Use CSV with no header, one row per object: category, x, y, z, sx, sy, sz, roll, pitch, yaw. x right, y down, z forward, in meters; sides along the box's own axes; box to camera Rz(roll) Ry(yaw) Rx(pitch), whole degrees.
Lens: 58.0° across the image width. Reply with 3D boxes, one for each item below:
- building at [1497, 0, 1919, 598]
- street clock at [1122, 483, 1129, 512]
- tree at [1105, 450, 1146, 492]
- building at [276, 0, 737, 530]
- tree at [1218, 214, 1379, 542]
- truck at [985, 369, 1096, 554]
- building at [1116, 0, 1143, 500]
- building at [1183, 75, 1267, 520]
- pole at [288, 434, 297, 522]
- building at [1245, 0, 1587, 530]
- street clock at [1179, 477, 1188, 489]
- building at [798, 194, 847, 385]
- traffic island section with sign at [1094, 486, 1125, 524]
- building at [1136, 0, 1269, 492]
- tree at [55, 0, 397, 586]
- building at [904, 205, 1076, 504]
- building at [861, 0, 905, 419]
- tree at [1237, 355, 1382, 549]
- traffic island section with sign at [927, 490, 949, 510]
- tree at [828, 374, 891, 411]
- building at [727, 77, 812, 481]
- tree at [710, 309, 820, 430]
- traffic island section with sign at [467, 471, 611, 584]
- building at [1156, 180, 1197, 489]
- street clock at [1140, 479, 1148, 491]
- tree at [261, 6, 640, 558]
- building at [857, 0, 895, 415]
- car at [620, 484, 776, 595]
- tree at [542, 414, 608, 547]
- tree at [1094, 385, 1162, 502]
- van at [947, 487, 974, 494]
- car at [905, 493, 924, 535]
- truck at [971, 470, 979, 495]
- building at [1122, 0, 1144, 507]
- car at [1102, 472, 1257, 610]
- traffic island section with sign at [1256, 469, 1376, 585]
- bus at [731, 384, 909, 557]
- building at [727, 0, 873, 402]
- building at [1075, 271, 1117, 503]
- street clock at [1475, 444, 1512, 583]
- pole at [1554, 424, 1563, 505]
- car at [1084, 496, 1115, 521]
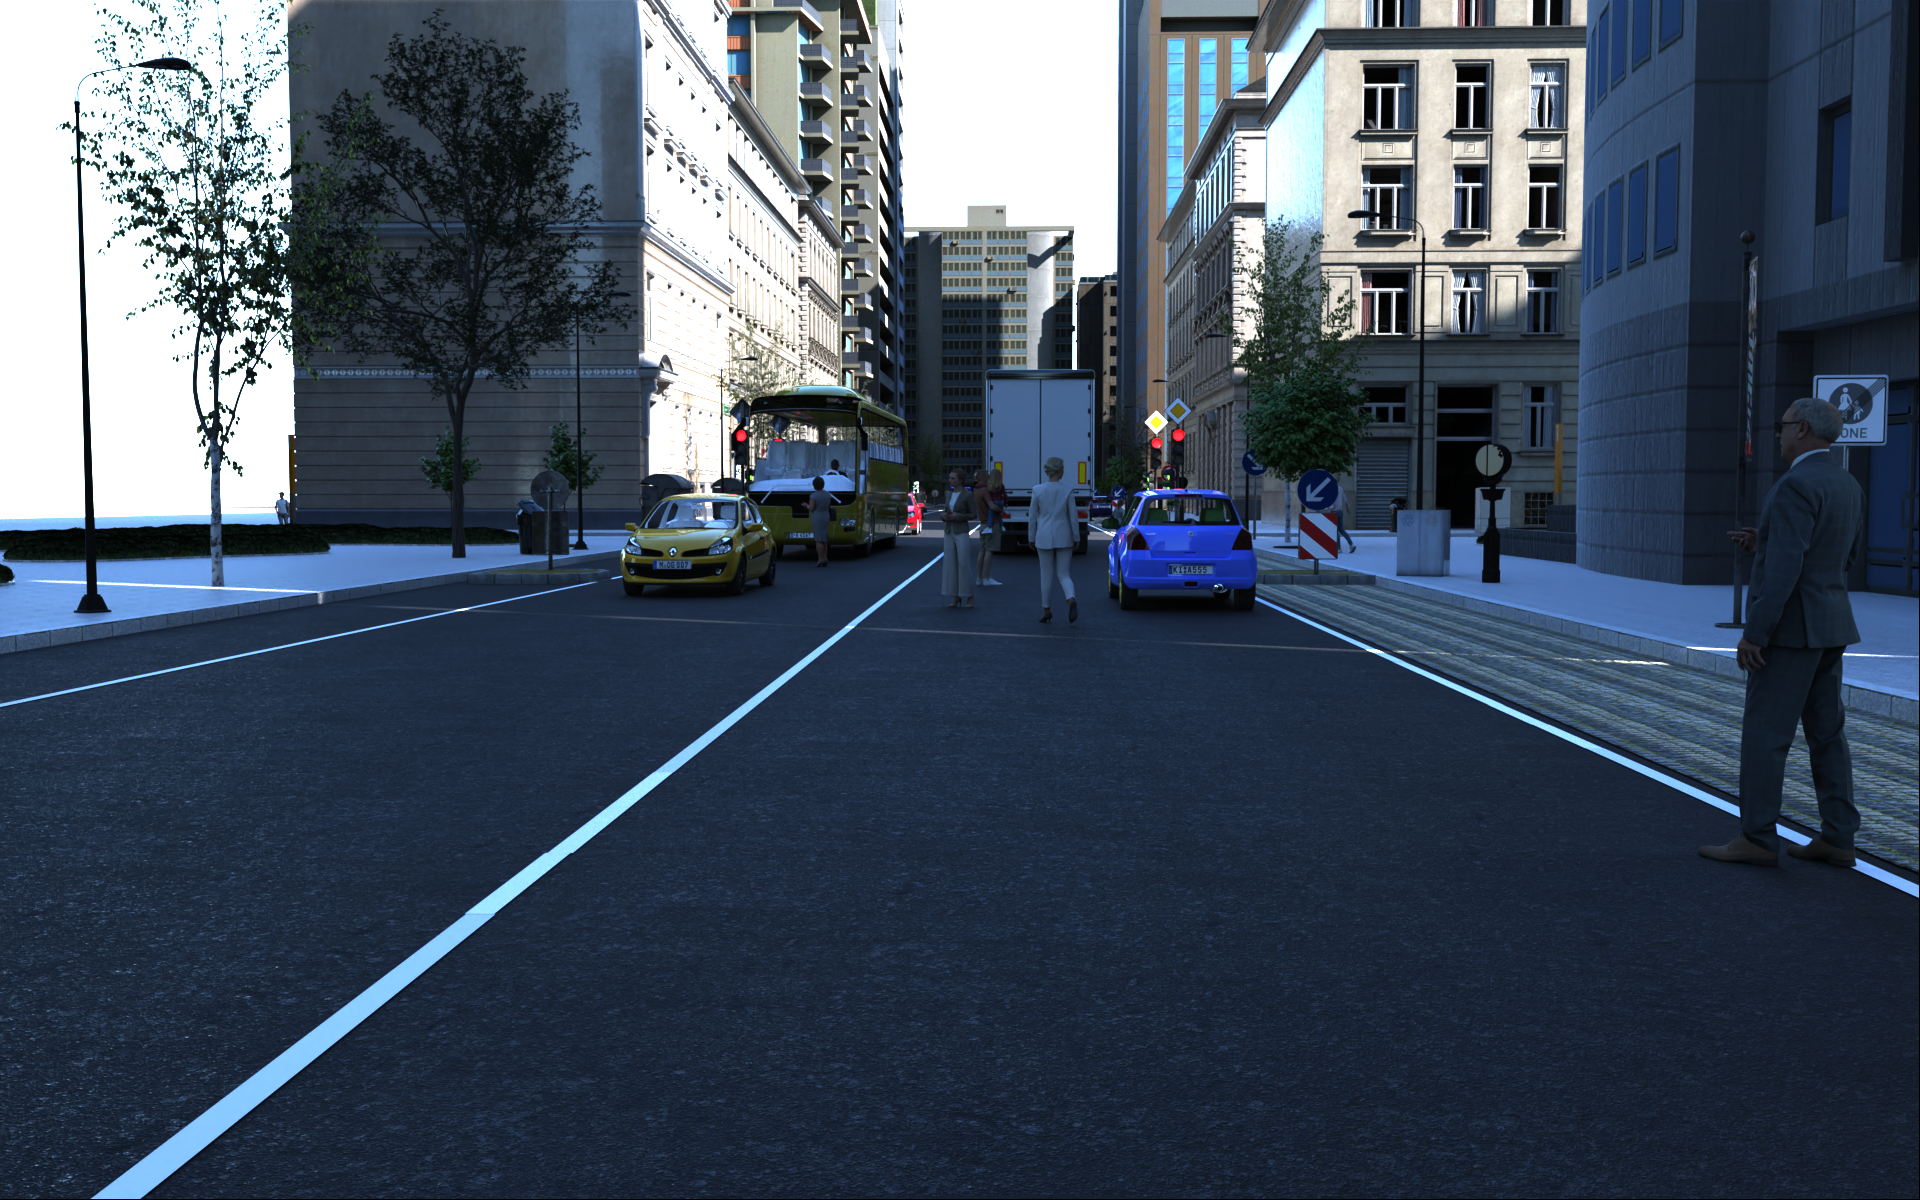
building,20.725,-29.495,24.244,21.231,58.520,28.212,0,4,2
street clock,10.893,-6.698,114.087,0.471,2.002,0.358,0,4,1
tree,12.254,-8.768,127.067,4.285,4.588,4.351,0,3,0
building,-17.255,-17.444,71.119,13.634,28.700,20.117,0,4,2
tree,8.702,-5.816,45.456,4.737,8.622,4.395,0,3,0
truck,1.991,-3.406,44.594,2.839,4.237,11.283,0,4,2
building,27.828,-39.690,190.936,21.231,58.520,28.212,0,4,2
building,18.368,-16.137,92.720,11.050,23.489,19.941,0,4,2
pole,-22.783,-3.990,59.086,0.158,3.312,0.155,0,3,0
building,27.176,-14.326,67.512,30.059,22.955,16.112,0,4,2
street clock,9.227,-4.124,71.999,0.471,2.002,0.358,0,4,0
building,-14.415,-17.895,121.463,11.050,23.489,19.941,0,4,2
traffic island section with sign,7.501,-4.586,83.607,1.989,1.847,2.006,0,4,2
building,22.654,-30.545,149.516,14.600,45.320,14.200,0,4,2
tree,-10.176,-4.507,24.055,4.360,8.622,3.978,0,3,0
building,3.589,-33.252,235.550,23.993,40.220,32.217,0,4,2
building,-20.602,-40.012,196.190,28.212,58.520,21.231,0,4,2
tree,8.271,-3.512,41.131,4.285,4.588,4.351,0,3,0
traffic island section with sign,-2.252,-9.329,161.163,1.989,1.847,2.006,0,4,2
tree,-6.626,-9.457,104.981,4.360,8.622,3.978,0,3,0
building,-18.018,-16.107,96.635,16.112,22.955,30.059,0,4,2
tree,-7.860,-7.316,69.975,4.360,8.622,3.978,0,3,0
traffic island section with sign,-6.847,-1.217,28.530,1.989,1.847,2.006,0,4,2
building,22.532,-17.387,117.562,16.112,22.955,30.059,0,4,2
street clock,9.135,-4.981,86.011,0.358,2.002,0.471,-1,4,-20
tree,-10.226,-6.109,34.291,8.767,10.594,7.601,1,4,16
building,-17.933,-33.650,173.883,21.300,48.544,21.600,0,4,2
car,-3.841,-0.950,25.764,2.015,1.641,3.980,0,4,3
tree,-9.639,-2.900,42.024,1.663,3.219,1.824,0,3,0
tree,11.439,-10.200,117.131,4.360,8.622,3.978,0,3,0
van,0.059,-8.484,143.090,2.240,2.365,5.245,0,4,1
car,-2.333,-3.235,61.940,2.155,1.783,4.494,0,4,1
truck,2.946,-12.901,199.839,2.839,4.237,11.283,0,4,4
building,26.231,-44.510,165.986,20.563,71.187,20.611,0,4,2
car,2.852,-0.806,22.762,1.945,1.707,3.694,0,4,2
traffic island section with sign,5.572,-1.193,28.137,1.989,1.847,2.006,0,4,2
bus,-3.042,-3.119,42.548,2.896,3.916,12.252,0,4,3
building,-19.133,-30.194,148.289,22.147,44.769,28.867,0,4,2
building,22.357,-27.869,227.355,14.107,30.474,14.160,0,4,2
street clock,7.694,-1.252,25.034,0.358,2.002,0.471,-3,5,-43
pole,17.355,-3.450,50.248,0.158,3.312,0.155,0,3,0
car,7.569,-4.887,92.491,1.945,1.354,3.894,0,4,1
